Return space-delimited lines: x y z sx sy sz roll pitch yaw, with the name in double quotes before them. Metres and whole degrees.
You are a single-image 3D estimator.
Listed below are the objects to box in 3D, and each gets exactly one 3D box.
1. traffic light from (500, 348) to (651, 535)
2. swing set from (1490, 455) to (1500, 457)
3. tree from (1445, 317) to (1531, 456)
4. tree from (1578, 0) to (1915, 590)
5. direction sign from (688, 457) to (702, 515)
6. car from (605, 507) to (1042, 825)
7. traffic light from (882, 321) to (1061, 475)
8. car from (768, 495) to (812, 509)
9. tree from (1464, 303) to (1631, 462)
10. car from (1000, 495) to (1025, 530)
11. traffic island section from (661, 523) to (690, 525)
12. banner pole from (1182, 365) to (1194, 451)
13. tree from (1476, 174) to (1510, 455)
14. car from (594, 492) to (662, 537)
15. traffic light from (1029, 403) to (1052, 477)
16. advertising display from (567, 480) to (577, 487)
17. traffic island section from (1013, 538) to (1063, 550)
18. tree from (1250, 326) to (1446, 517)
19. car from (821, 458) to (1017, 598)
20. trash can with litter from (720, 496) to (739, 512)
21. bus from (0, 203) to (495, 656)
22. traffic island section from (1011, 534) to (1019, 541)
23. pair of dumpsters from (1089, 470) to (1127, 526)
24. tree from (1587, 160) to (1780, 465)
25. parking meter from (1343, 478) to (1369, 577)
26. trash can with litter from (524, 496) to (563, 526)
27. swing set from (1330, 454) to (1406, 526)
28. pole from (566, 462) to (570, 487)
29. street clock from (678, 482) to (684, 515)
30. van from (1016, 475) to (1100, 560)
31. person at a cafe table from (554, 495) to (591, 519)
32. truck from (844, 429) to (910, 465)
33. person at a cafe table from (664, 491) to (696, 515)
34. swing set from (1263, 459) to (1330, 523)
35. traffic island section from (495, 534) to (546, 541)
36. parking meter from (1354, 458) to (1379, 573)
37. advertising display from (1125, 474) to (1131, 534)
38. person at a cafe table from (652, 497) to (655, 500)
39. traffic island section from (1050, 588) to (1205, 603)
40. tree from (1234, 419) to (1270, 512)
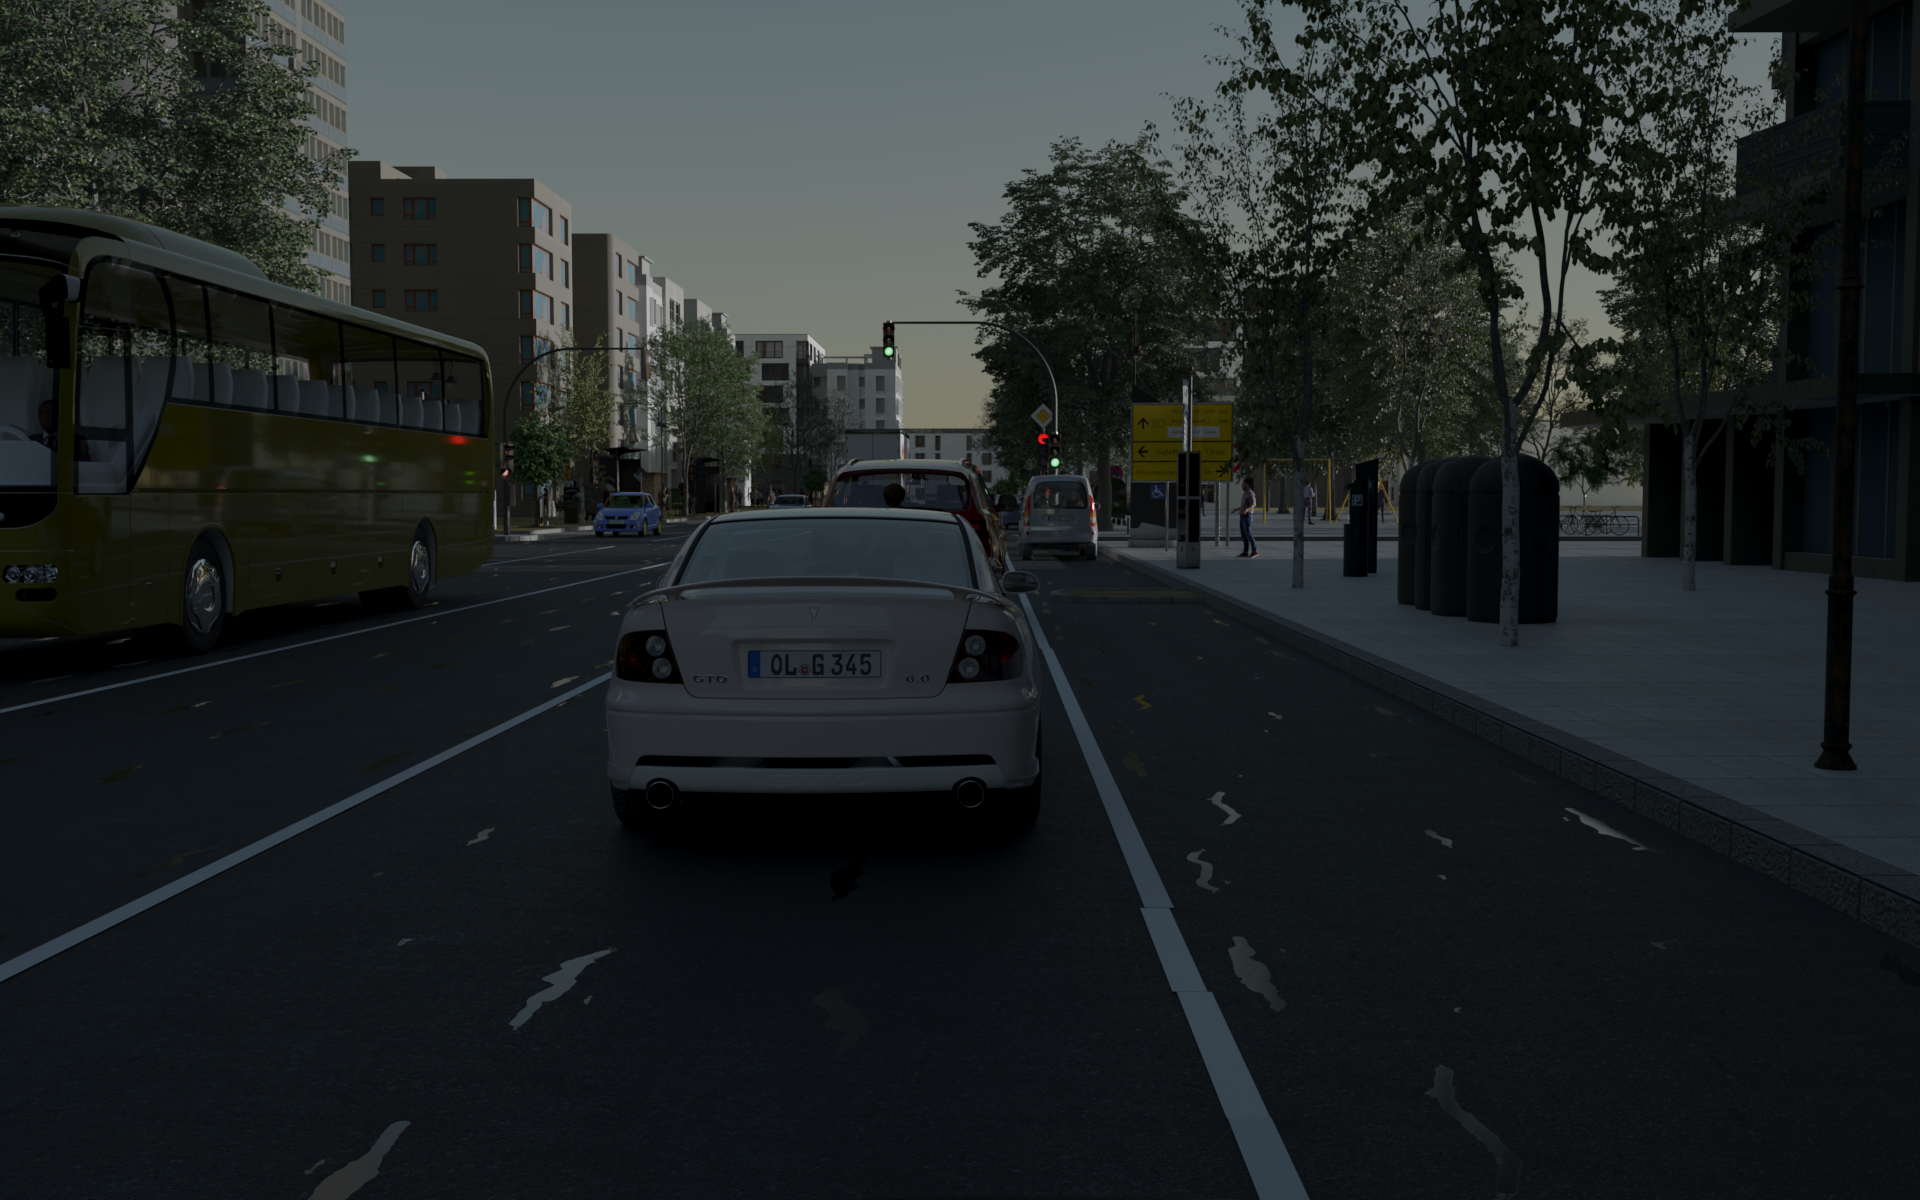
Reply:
"traffic light" -11.997 -4.841 53.816 4.771 5.953 1.251 0 4 1
"swing set" 21.477 -4.482 70.896 2.862 2.851 3.119 0 4 -2
"tree" 29.473 -10.652 99.915 9.928 11.665 9.643 0 3 0
"tree" 9.753 -4.424 22.691 4.360 8.622 3.978 0 3 0
"direction sign" -16.354 -7.030 106.933 0.876 3.537 0.379 0 4 6
"car" -0.597 0.212 8.898 2.083 1.381 4.827 0 4 -1
"traffic light" 0.367 -4.334 45.530 4.771 5.953 1.251 0 4 1
"car" -7.845 -4.187 80.454 2.014 1.417 4.499 0 4 2
"tree" 28.655 -9.226 85.251 8.767 10.594 7.601 -1 4 -20
"car" 2.539 -3.571 70.395 2.014 1.417 4.499 0 4 -1
"traffic island section" -13.516 -3.475 79.689 1.991 0.108 1.994 0 4 1
"banner pole" 4.387 -2.659 33.498 0.401 3.779 0.863 1 4 21
"tree" 9.449 -5.212 35.584 4.360 8.622 3.978 0 3 0
"car" -11.368 -3.042 59.334 1.945 1.707 3.694 0 4 2
"traffic light" 2.551 -3.958 53.632 0.839 4.253 0.868 0 4 1
"advertising display" -17.347 -4.414 77.382 0.123 1.923 0.974 -2 4 -32
"traffic island section" 2.500 -1.436 45.761 2.009 0.180 2.903 0 4 1
"tree" 20.172 -10.529 97.907 9.928 11.665 9.643 0 3 0
"car" -0.501 -0.659 19.441 2.281 1.827 5.304 0 4 2
"trash can with litter" -16.649 -6.979 125.171 1.678 1.210 2.233 -3 5 -40
"bus" -7.890 -1.653 18.571 2.896 3.916 12.252 0 4 0
"traffic island section" 2.590 -1.924 53.745 2.009 0.180 2.903 0 4 1
"pair of dumpsters" 6.129 -4.240 71.813 1.574 2.255 4.437 0 4 1
"tree" 29.386 -9.809 67.039 9.857 13.997 8.962 0 3 0
"parking meter" 6.152 -1.131 26.902 0.372 1.533 0.369 0 3 0
"trash can with litter" -16.844 -3.622 70.275 1.678 1.210 2.233 0 4 -3
"swing set" 16.705 -4.334 68.486 2.862 2.851 3.119 -1 4 -10
"pole" -17.831 -5.197 78.819 0.158 3.312 0.155 0 3 0
"street clock" -17.168 -6.276 107.183 0.471 2.002 0.358 -3 5 -43
"van" 2.177 -1.958 39.026 2.013 2.044 4.112 0 4 1
"person at a cafe table" -20.230 -4.839 89.984 1.726 1.238 1.698 1 4 18
"truck" -3.658 -5.568 79.945 2.839 4.237 11.283 0 4 1
"person at a cafe table" -16.692 -5.845 104.088 1.622 1.524 1.698 1 4 15
"swing set" 15.094 -4.859 77.067 3.119 2.851 2.862 1 4 9
"traffic island section" -14.130 -1.936 53.939 2.009 0.180 2.903 0 4 1
"parking meter" 6.570 -1.369 28.095 0.399 1.863 0.255 1 4 12
"advertising display" 5.656 -3.032 54.791 0.974 1.923 0.123 3 5 43
"person at a cafe table" -20.630 -6.181 111.923 1.726 1.238 1.698 1 4 9
"traffic island section" 2.239 -0.052 23.719 1.991 0.108 1.994 0 4 1
"tree" 22.045 -11.606 124.173 8.767 10.594 7.601 1 4 13
